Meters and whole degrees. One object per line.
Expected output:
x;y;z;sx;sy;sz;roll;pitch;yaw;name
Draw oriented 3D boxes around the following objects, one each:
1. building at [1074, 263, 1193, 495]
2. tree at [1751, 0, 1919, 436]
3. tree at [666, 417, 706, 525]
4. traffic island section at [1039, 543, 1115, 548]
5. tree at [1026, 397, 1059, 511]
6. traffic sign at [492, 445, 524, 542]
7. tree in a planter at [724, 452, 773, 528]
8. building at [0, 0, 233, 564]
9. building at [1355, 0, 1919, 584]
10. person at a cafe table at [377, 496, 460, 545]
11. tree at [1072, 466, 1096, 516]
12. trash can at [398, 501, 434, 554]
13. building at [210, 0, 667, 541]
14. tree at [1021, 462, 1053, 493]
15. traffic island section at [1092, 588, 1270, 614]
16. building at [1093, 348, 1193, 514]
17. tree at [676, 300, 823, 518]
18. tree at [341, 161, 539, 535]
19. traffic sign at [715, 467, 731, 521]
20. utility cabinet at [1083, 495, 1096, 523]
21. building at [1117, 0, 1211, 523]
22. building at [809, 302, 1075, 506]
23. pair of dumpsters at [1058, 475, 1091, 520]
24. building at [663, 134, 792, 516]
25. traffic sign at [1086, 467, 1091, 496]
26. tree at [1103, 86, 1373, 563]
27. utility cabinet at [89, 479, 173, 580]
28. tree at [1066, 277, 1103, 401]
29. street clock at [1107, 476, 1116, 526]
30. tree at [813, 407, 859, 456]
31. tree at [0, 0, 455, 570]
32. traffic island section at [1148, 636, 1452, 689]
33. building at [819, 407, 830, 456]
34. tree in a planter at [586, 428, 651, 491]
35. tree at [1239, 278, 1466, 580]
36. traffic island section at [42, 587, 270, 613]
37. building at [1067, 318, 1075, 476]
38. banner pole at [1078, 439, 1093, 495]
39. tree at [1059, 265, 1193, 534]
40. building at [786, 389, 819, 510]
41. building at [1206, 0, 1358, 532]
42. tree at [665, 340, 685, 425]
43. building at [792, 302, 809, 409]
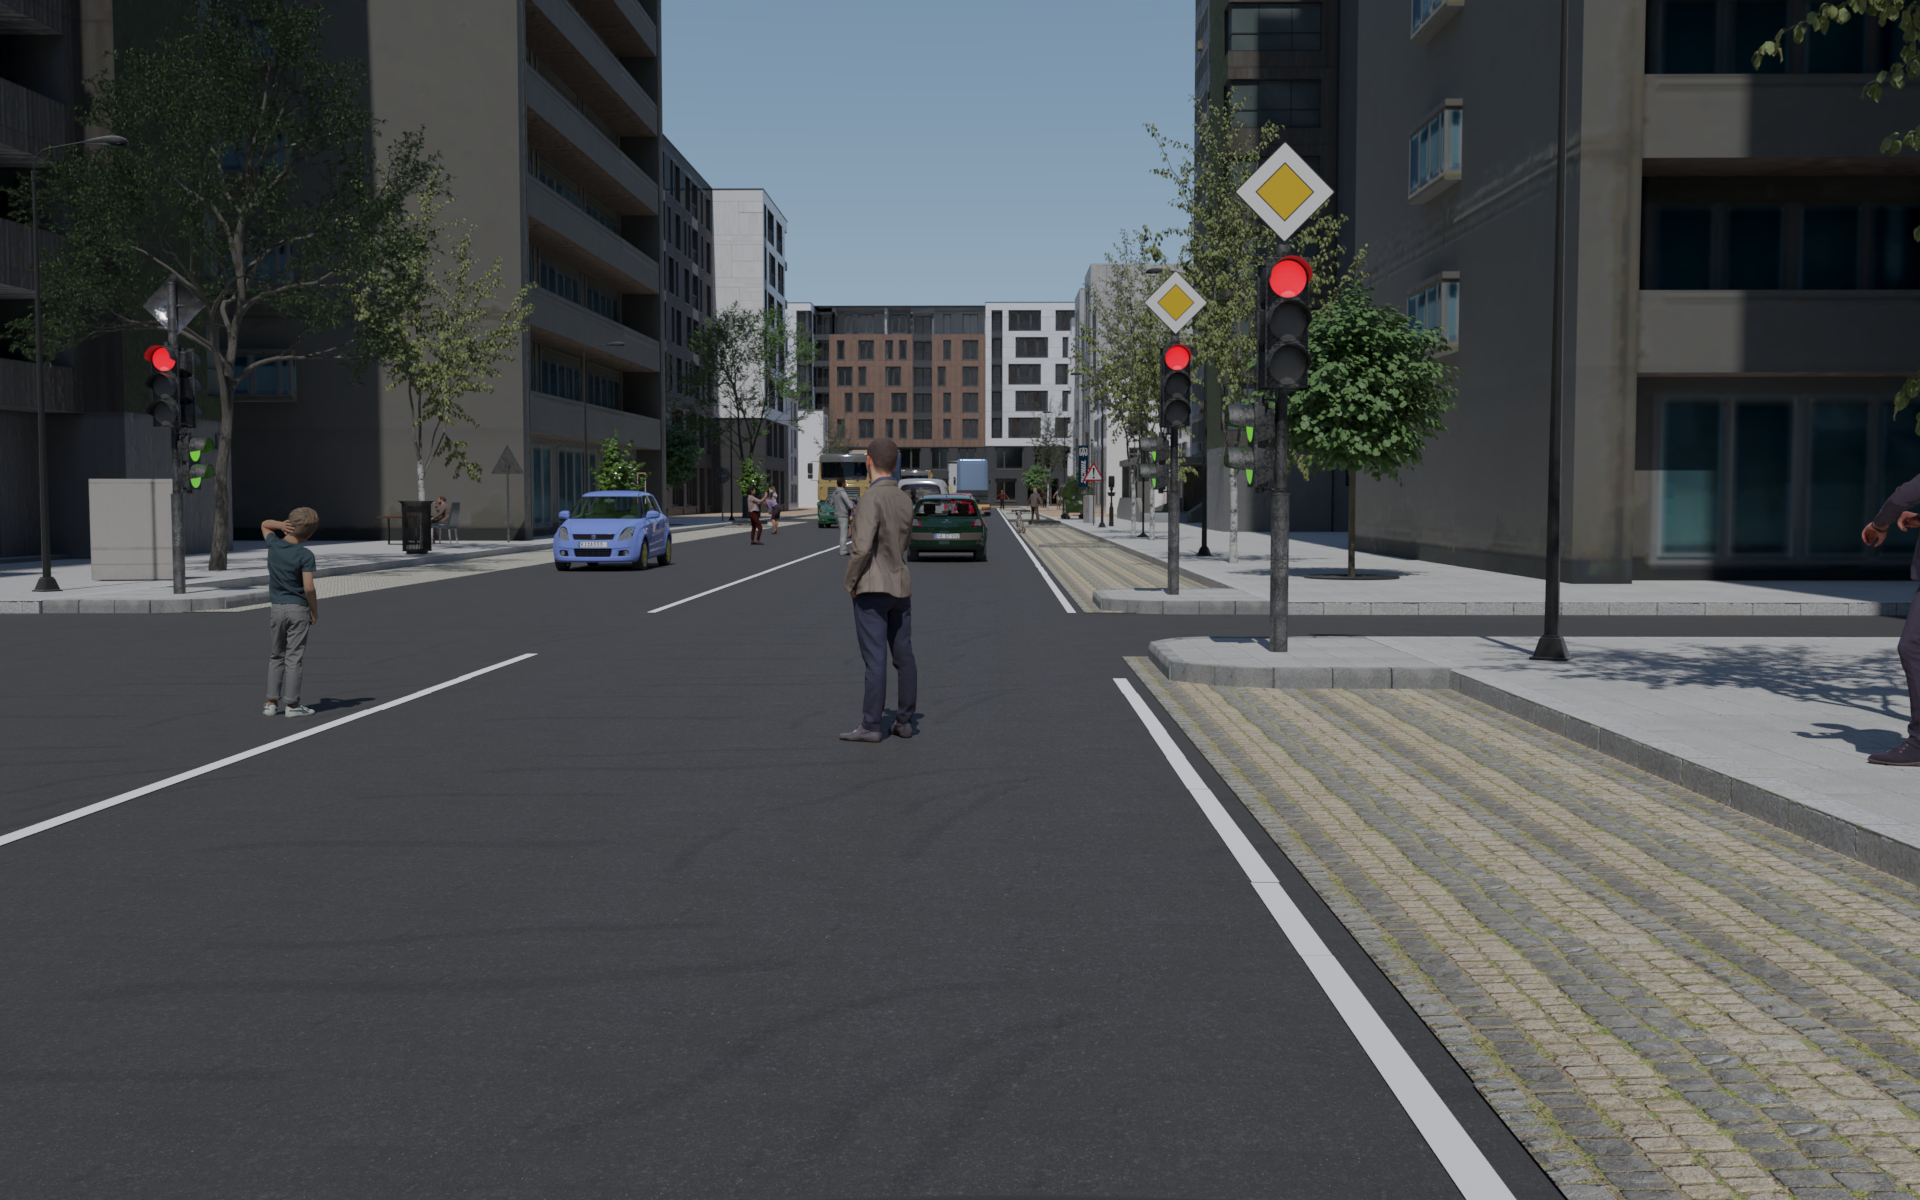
18.519;-16.818;141.425;16.747;18.905;31.486;0;4;1;building
5.605;-3.572;8.771;4.737;8.622;4.395;0;3;0;tree
-12.134;-5.379;71.654;4.285;4.588;4.351;0;3;0;tree
3.131;-1.464;46.809;1.991;0.108;1.994;0;4;1;traffic island section
6.793;-11.011;130.398;4.360;8.622;3.978;0;3;0;tree
-11.972;-2.805;45.867;0.884;2.594;0.081;0;4;4;traffic sign
-8.917;-4.682;73.777;1.991;3.239;1.994;0;4;1;tree in a planter
-23.478;-15.878;31.301;14.160;30.474;14.107;0;4;1;building
19.380;-25.074;33.665;21.600;48.544;21.300;0;4;1;building
-13.643;-2.036;44.152;1.726;1.238;1.698;1;4;9;person at a cafe table
7.101;-6.624;102.898;1.663;3.219;1.824;0;3;0;tree
-11.647;-1.558;37.127;0.748;1.137;0.748;0;3;0;trash can
-22.385;-26.473;56.541;21.300;48.544;21.600;0;4;1;building
7.761;-11.437;170.705;4.285;4.588;4.351;0;3;0;tree
2.740;0.012;22.085;2.009;0.180;2.903;0;4;1;traffic island section
13.876;-10.371;111.709;9.099;9.664;28.070;0;4;1;building
-11.293;-10.152;91.738;9.928;11.665;9.643;0;3;0;tree
-11.969;-5.420;38.975;4.737;8.622;4.395;0;3;0;tree
-11.299;-5.033;82.393;0.768;2.556;0.104;0;4;5;traffic sign
5.705;-3.999;76.546;0.306;1.237;1.020;-1;4;-11;utility cabinet
24.347;-23.968;83.760;32.217;40.220;23.993;0;4;1;building
0.731;-21.659;198.104;32.646;21.610;27.936;0;4;1;building
5.870;-5.271;88.668;1.574;2.255;4.437;0;4;1;pair of dumpsters
-27.089;-16.518;114.052;27.936;21.610;32.646;0;4;1;building
5.989;-5.002;81.883;0.768;2.556;0.104;0;4;3;traffic sign
5.124;-4.973;31.669;4.737;8.622;4.395;0;3;0;tree
-12.203;-1.038;25.650;1.173;1.500;0.318;-1;4;-12;utility cabinet
5.195;-5.942;47.521;4.737;8.622;4.395;0;3;0;tree
6.002;-3.919;68.649;0.358;2.002;0.471;1;4;10;street clock
-10.340;-11.968;146.037;4.360;8.622;3.978;0;3;0;tree
-12.139;-5.773;28.801;7.601;10.594;8.767;0;4;-3;tree
2.615;0.500;14.101;2.009;0.180;2.903;0;4;1;traffic island section
-26.996;-13.757;167.069;28.070;9.664;9.099;0;4;1;building
-9.346;-3.035;46.837;1.991;3.239;1.994;0;4;1;tree in a planter
6.048;-2.602;26.251;4.285;4.588;4.351;0;3;0;tree
-10.059;-0.001;22.290;2.009;0.180;2.903;0;4;1;traffic island section
18.315;-18.809;163.948;16.016;20.091;11.380;0;4;1;building
5.719;-5.390;78.147;0.863;3.779;0.401;-1;4;-11;banner pole
5.540;-6.410;55.160;4.360;8.622;3.978;0;3;0;tree
-17.936;-12.409;145.035;9.099;9.664;28.070;0;4;1;building
16.060;-17.907;64.485;14.160;30.474;14.107;0;4;1;building
-14.268;-7.814;78.126;4.737;8.622;4.395;0;3;0;tree
-31.909;-21.697;198.720;32.646;21.610;27.936;0;4;1;building
